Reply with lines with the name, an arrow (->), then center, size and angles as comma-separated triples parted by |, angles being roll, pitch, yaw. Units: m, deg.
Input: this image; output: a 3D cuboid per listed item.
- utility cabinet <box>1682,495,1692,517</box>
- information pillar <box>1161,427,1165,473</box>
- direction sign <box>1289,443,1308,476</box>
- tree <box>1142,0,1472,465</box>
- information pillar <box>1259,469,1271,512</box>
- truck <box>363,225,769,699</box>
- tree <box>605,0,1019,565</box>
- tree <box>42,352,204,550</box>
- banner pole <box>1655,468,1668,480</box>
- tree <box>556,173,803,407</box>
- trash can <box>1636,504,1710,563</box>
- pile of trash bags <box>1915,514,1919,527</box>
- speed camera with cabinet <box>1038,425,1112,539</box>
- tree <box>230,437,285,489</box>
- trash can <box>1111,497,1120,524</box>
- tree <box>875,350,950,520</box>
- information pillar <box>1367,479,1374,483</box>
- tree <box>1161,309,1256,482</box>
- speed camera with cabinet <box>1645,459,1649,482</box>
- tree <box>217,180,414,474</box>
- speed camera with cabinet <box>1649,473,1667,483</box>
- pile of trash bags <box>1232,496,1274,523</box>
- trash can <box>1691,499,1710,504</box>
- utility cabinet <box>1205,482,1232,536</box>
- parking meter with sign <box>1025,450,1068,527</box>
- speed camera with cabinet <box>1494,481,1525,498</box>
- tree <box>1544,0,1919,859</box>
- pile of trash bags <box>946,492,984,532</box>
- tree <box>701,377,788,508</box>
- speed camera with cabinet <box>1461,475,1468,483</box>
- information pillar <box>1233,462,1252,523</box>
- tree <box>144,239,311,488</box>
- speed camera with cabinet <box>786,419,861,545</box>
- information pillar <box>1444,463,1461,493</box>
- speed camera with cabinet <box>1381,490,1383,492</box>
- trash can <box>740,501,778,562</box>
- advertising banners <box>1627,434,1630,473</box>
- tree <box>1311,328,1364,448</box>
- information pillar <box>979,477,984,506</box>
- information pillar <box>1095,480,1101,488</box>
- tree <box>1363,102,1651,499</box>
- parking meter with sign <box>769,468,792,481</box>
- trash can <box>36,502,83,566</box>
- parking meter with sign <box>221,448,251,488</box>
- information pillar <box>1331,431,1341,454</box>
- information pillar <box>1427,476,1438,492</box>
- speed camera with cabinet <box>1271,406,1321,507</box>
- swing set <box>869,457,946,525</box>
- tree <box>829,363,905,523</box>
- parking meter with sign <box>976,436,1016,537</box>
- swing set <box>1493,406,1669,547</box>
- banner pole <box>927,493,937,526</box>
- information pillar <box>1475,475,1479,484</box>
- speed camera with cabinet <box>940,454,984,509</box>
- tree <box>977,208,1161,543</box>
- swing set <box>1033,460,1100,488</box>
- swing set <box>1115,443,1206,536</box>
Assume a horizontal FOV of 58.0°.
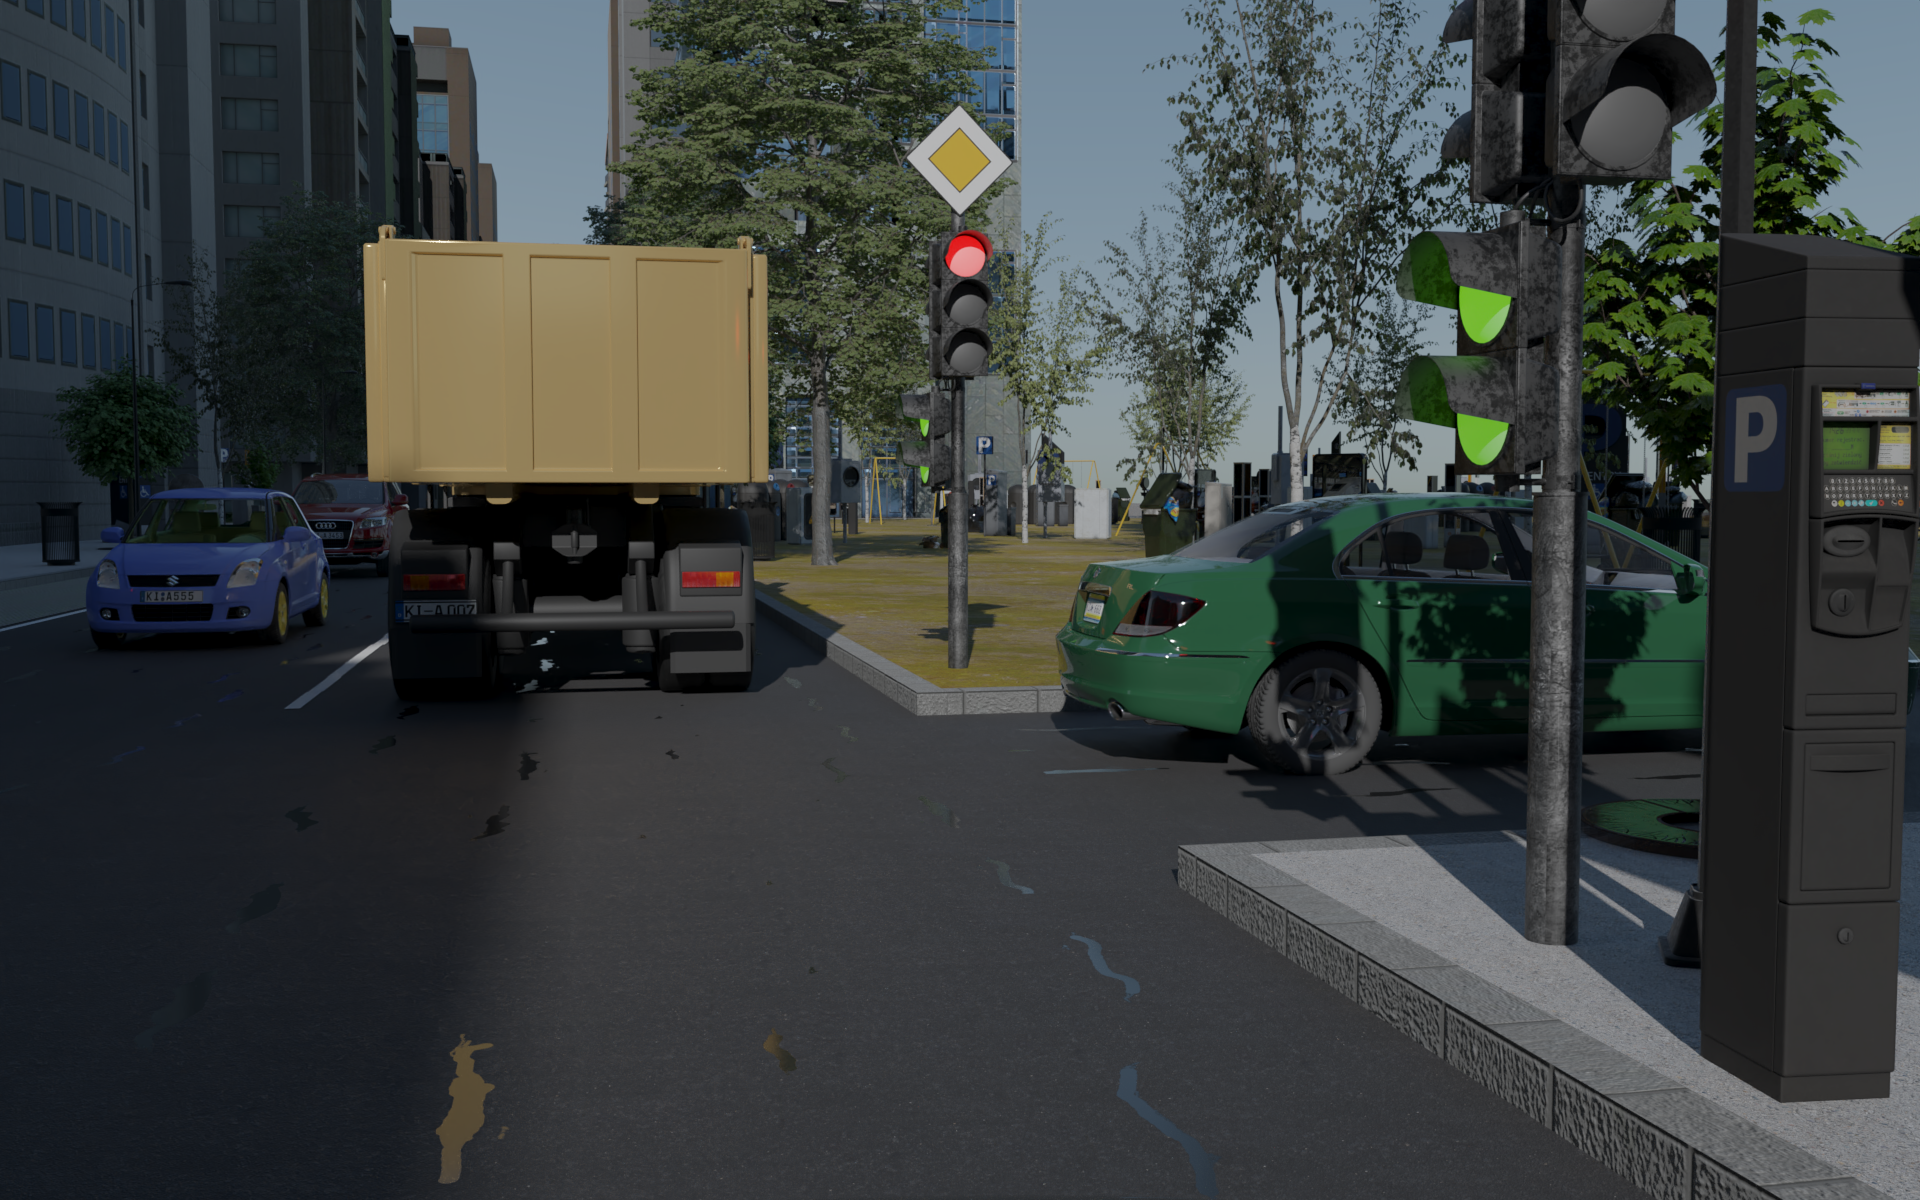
utility cabinet -> 32.686, -4.125, 78.608 | 0.306, 1.237, 1.020 | -1, 4, -23
information pillar -> 7.089, -4.238, 60.639 | 0.183, 3.616, 0.504 | 0, 4, 1
direction sign -> 14.936, -5.167, 76.484 | 0.876, 3.537, 0.379 | 3, 4, 36
tree -> 3.982, -4.220, 19.365 | 4.360, 8.622, 3.978 | 0, 3, 0
information pillar -> 8.863, -2.804, 50.345 | 0.304, 2.012, 0.304 | 2, 4, 25
truck -> -3.524, -1.223, 15.915 | 3.469, 3.379, 9.791 | -1, 4, -12
tree -> -2.640, -6.876, 30.543 | 7.486, 12.596, 7.792 | 0, 3, 0
tree -> -19.358, -3.451, 40.143 | 4.285, 4.588, 4.351 | 0, 3, 0
banner pole -> 25.660, -4.474, 63.165 | 0.863, 3.779, 0.401 | -2, 4, -24
tree -> -10.772, -9.699, 65.234 | 9.857, 13.997, 8.962 | 0, 3, 0
trash can -> 7.903, -0.465, 19.255 | 0.748, 1.137, 0.748 | 0, 3, 0
pile of trash bags -> 36.421, -3.498, 66.945 | 3.447, 1.369, 1.912 | -3, 4, -38
speed camera with cabinet -> 3.303, -3.387, 49.719 | 2.038, 3.252, 0.660 | 1, 4, 15
tree -> -23.345, -3.842, 57.414 | 1.663, 3.219, 1.824 | 0, 3, 0
trash can -> 6.432, -3.801, 73.793 | 0.748, 1.137, 0.748 | 0, 3, 0
tree -> -2.575, -8.331, 86.572 | 4.360, 8.622, 3.978 | 0, 3, 0
information pillar -> 19.767, -4.836, 83.565 | 0.304, 2.012, 0.304 | -2, 4, -28
tree -> 8.729, -7.203, 68.124 | 4.737, 8.622, 4.395 | 0, 3, 0
speed camera with cabinet -> 37.533, -6.137, 94.681 | 0.660, 3.252, 2.038 | 3, 5, 40
tree -> -26.412, -10.130, 72.278 | 9.857, 13.997, 8.962 | 0, 3, 0
speed camera with cabinet -> 30.151, -4.893, 74.331 | 0.660, 3.252, 2.038 | 2, 4, 27
pile of trash bags -> 7.629, -2.216, 45.981 | 1.912, 1.369, 3.447 | 1, 4, 16
trash can -> 21.592, -2.359, 50.225 | 0.748, 1.137, 0.748 | 0, 3, 0
utility cabinet -> 4.756, -1.413, 31.784 | 0.318, 1.500, 1.173 | 1, 4, 18
parking meter with sign -> 3.400, -4.425, 68.604 | 1.738, 3.016, 0.543 | -1, 4, -9
speed camera with cabinet -> 20.127, -4.217, 63.287 | 0.660, 3.252, 2.038 | 0, 4, -1
tree -> 2.926, -0.714, 6.280 | 1.663, 3.219, 1.824 | 0, 3, 0
pile of trash bags -> 0.344, -3.050, 59.621 | 1.912, 1.369, 3.447 | -2, 4, -25
tree -> -5.445, -3.438, 39.931 | 4.285, 4.588, 4.351 | 0, 3, 0
speed camera with cabinet -> 26.487, -6.042, 93.129 | 2.038, 3.252, 0.660 | -1, 4, -21
information pillar -> 6.520, -2.173, 40.024 | 0.304, 2.012, 0.304 | -3, 5, -40
tree -> -21.621, -6.158, 51.049 | 4.360, 8.622, 3.978 | 0, 3, 0
speed camera with cabinet -> -3.488, -3.066, 44.467 | 2.038, 3.252, 0.660 | -3, 5, -43
information pillar -> 11.771, -2.257, 41.390 | 0.304, 2.012, 0.304 | 3, 4, 38
speed camera with cabinet -> 15.280, -4.420, 66.605 | 2.038, 3.252, 0.660 | 1, 4, 17
trash can -> -3.843, -1.311, 33.083 | 0.748, 1.137, 0.748 | 0, 3, 0
advertising banners -> 19.130, -3.249, 49.309 | 0.090, 3.025, 2.074 | 1, 4, 12
tree -> 14.129, -6.582, 57.980 | 4.737, 8.622, 4.395 | 0, 3, 0
information pillar -> 1.059, -4.364, 75.847 | 0.304, 2.012, 0.304 | -3, 4, -37
information pillar -> 7.250, -5.282, 90.851 | 0.304, 2.012, 0.304 | 0, 4, 5
tree -> 10.139, -4.885, 30.230 | 4.737, 8.622, 4.395 | 0, 3, 0
parking meter with sign -> -5.320, -3.362, 51.233 | 0.543, 3.016, 1.738 | 3, 5, 43
trash can -> -16.173, -1.192, 31.136 | 0.748, 1.137, 0.748 | 0, 3, 0
parking meter with sign -> -27.042, -4.221, 65.269 | 1.738, 3.016, 0.543 | 1, 4, 16
information pillar -> 14.061, -4.491, 64.785 | 0.183, 3.616, 0.504 | -2, 4, -27
information pillar -> 18.699, -3.921, 68.593 | 0.304, 2.012, 0.304 | -2, 4, -28
speed camera with cabinet -> 7.485, -2.688, 38.284 | 0.660, 3.252, 2.038 | -1, 4, -9
swing set -> -2.361, -4.694, 74.363 | 3.119, 2.851, 2.862 | -1, 4, -13
tree -> -4.116, -7.782, 77.605 | 4.737, 8.622, 4.395 | 0, 3, 0
parking meter with sign -> 1.147, -3.469, 52.982 | 0.543, 3.016, 1.738 | 2, 4, 29
swing set -> 8.384, -1.495, 22.066 | 3.119, 2.851, 2.862 | -2, 4, -26
banner pole -> -1.109, -4.896, 70.063 | 0.401, 3.779, 0.863 | -1, 4, -9
information pillar -> 26.213, -5.897, 87.769 | 0.183, 3.616, 0.504 | 2, 4, 31
speed camera with cabinet -> 0.176, -5.043, 76.783 | 2.038, 3.252, 0.660 | 1, 4, 15
tree -> 1.904, -5.790, 45.035 | 4.737, 8.622, 4.395 | 0, 3, 0
swing set -> 5.072, -5.091, 80.852 | 3.119, 2.851, 2.862 | 2, 4, 29
swing set -> 6.655, -3.433, 53.757 | 2.862, 2.851, 3.119 | 2, 4, 28
